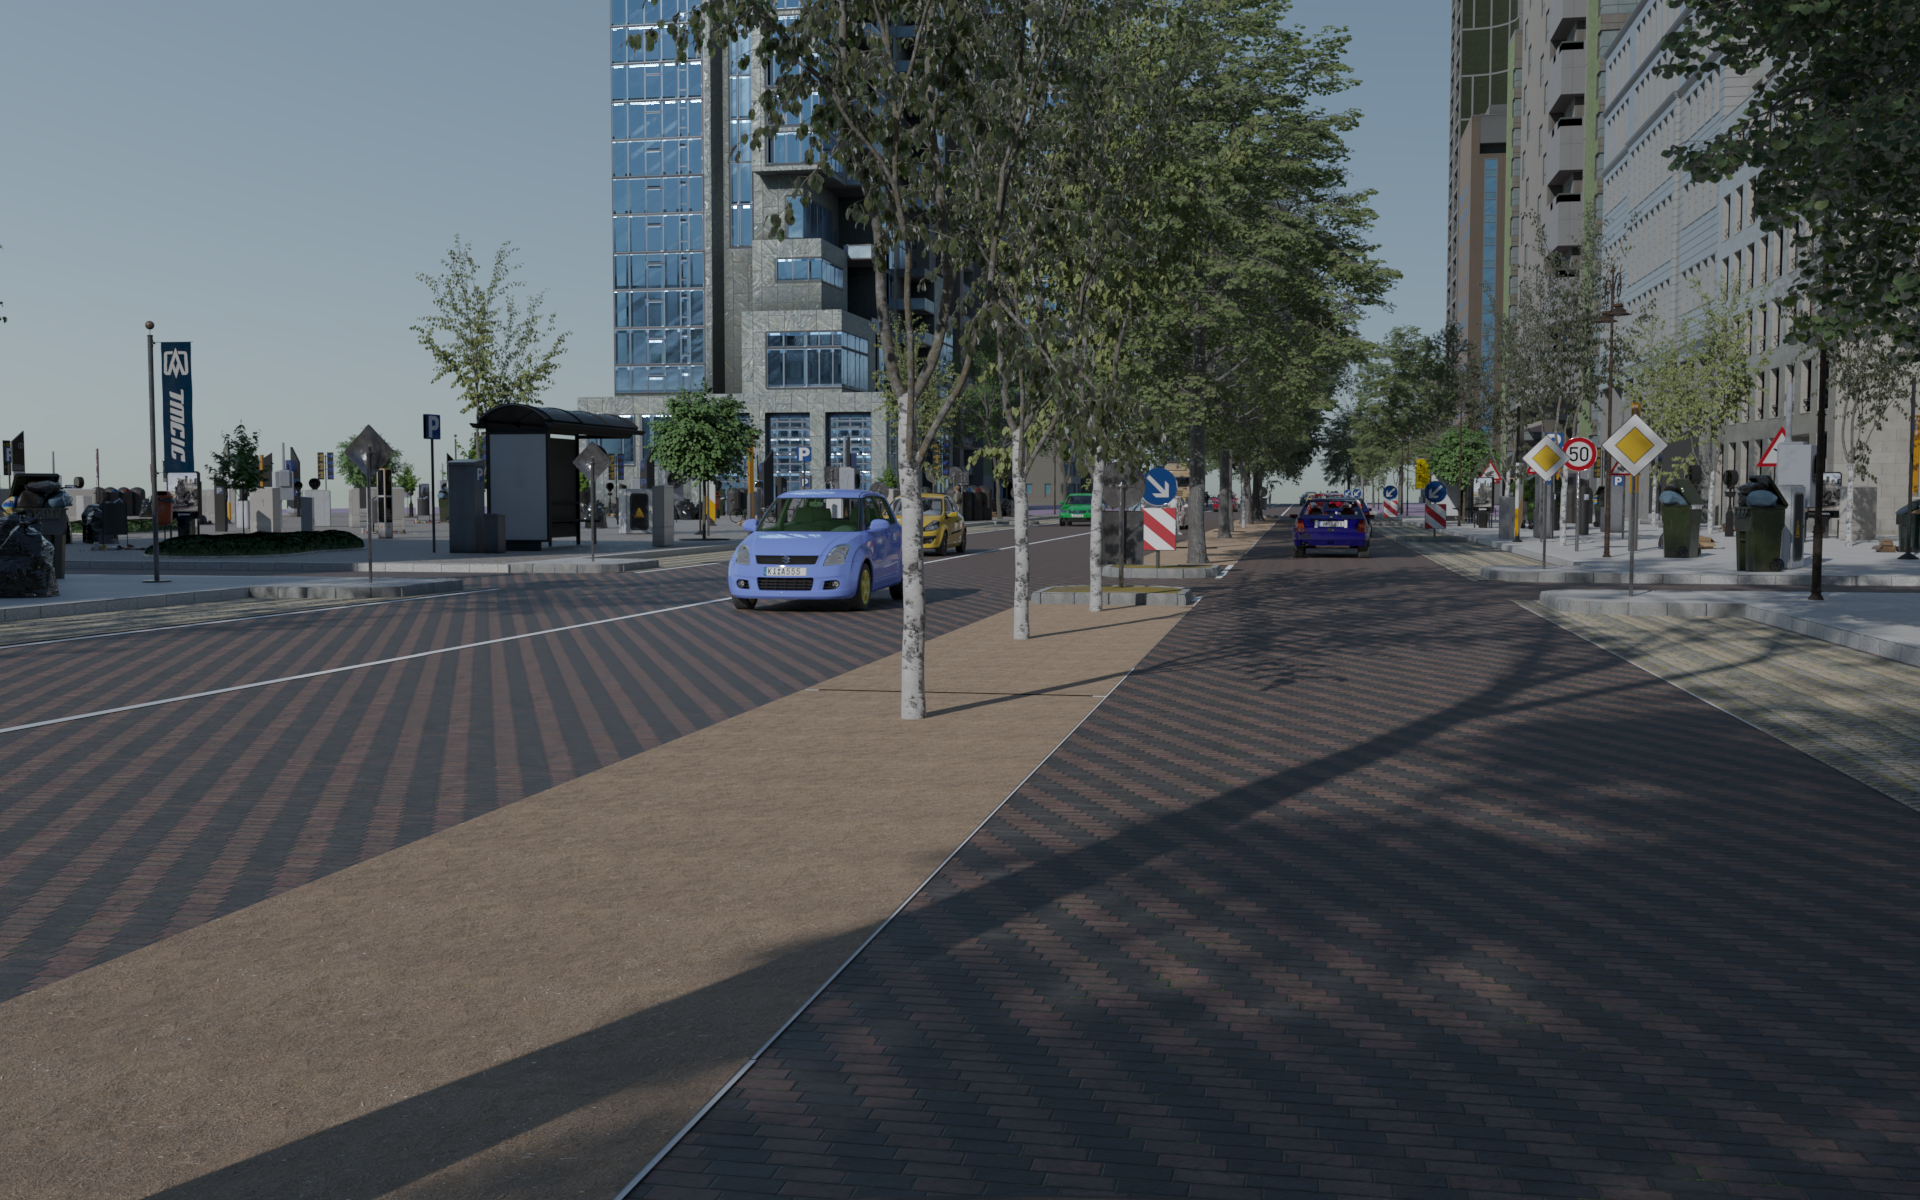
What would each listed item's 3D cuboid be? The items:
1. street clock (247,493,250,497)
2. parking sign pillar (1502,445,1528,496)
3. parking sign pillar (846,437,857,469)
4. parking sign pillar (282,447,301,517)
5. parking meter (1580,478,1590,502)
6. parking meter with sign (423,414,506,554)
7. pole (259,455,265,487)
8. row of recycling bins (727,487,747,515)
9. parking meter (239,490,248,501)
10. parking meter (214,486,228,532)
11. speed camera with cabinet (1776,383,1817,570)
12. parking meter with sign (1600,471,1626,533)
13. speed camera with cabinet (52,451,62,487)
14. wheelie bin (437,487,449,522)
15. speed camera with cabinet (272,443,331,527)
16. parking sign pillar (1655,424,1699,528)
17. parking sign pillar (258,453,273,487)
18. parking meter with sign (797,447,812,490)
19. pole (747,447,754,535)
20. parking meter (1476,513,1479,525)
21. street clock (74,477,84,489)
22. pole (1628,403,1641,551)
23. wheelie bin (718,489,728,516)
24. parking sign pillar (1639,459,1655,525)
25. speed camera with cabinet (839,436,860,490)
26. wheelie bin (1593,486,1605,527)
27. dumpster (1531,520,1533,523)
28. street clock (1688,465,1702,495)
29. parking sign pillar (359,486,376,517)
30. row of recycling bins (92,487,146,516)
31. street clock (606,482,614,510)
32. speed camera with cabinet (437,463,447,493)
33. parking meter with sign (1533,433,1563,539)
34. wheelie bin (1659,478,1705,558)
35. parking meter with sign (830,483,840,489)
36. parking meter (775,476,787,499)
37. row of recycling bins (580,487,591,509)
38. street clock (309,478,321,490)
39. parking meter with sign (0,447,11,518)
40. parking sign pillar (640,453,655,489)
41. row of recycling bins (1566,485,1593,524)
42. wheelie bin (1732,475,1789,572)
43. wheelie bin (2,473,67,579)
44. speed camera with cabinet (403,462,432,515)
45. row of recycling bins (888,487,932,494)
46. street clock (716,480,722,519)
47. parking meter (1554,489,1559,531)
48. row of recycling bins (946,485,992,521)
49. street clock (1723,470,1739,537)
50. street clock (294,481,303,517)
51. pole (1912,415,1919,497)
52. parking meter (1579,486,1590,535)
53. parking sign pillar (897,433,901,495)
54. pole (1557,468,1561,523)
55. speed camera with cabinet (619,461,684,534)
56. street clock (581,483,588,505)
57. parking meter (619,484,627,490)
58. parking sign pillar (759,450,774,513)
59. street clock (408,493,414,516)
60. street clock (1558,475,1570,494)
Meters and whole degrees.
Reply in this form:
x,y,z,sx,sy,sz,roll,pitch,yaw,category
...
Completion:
x,y,z,sx,sy,sz,roll,pitch,yaw,category
-48.197,-6.926,117.806,0.471,2.002,0.358,2,4,28,street clock
30.762,-6.577,96.000,1.447,3.967,1.447,3,4,37,parking sign pillar
-5.214,-5.757,82.607,1.447,3.967,1.447,0,4,-7,parking sign pillar
-37.846,-6.719,98.330,1.447,3.967,1.447,-3,4,-38,parking sign pillar
22.381,-3.451,62.128,0.399,1.863,0.255,1,4,11,parking meter
-10.733,-2.532,37.651,1.738,3.016,0.543,1,4,16,parking meter with sign
-36.108,-5.859,89.644,0.158,3.312,0.155,0,3,0,pole
-13.200,-6.081,106.534,1.069,1.692,3.534,1,4,23,row of recycling bins
-38.069,-5.281,92.062,0.255,1.863,0.399,2,4,25,parking meter
-25.148,-3.257,58.964,0.399,1.863,0.255,0,4,-3,parking meter
14.473,-2.194,30.207,0.660,3.252,2.038,3,4,38,speed camera with cabinet
21.701,-3.739,57.387,0.543,3.016,1.738,0,4,0,parking meter with sign
-42.579,-5.232,79.877,2.038,3.252,0.660,-1,4,-21,speed camera with cabinet
-23.544,-4.370,79.354,0.693,1.594,0.980,0,4,1,wheelie bin
-25.492,-4.447,67.049,2.038,3.252,0.660,-2,4,-34,speed camera with cabinet
27.415,-4.740,65.965,1.447,3.967,1.447,1,4,23,parking sign pillar
-44.880,-7.519,111.406,1.447,3.967,1.447,-1,4,-19,parking sign pillar
-5.724,-4.179,64.590,0.543,3.016,1.738,0,4,1,parking meter with sign
-6.497,-3.662,53.725,0.158,3.312,0.155,0,3,0,pole
21.453,-4.003,71.159,0.399,1.863,0.255,-1,4,-20,parking meter
-36.662,-4.131,72.115,0.471,2.002,0.358,3,4,36,street clock
15.102,-2.748,38.780,0.158,3.312,0.155,0,3,0,pole
-14.288,-5.815,102.988,0.980,1.594,0.693,0,4,-2,wheelie bin
29.571,-5.187,73.283,1.447,3.967,1.447,3,4,38,parking sign pillar
-3.933,-3.930,58.598,0.660,3.252,2.038,1,4,15,speed camera with cabinet
24.920,-3.603,66.812,0.980,1.594,0.693,-1,4,-16,wheelie bin
24.566,-4.263,75.459,1.264,1.857,1.865,1,4,11,dumpster
18.330,-2.365,43.245,0.358,2.002,0.471,1,4,11,street clock
-33.566,-6.722,98.371,1.447,3.967,1.447,-1,4,-9,parking sign pillar
-48.631,-5.680,99.975,1.069,1.692,3.534,1,4,23,row of recycling bins
-21.730,-6.298,107.537,0.471,2.002,0.358,-2,4,-34,street clock
-33.881,-7.162,111.438,2.038,3.252,0.660,-3,4,-36,speed camera with cabinet
16.942,-3.293,50.101,0.543,3.016,1.738,0,4,7,parking meter with sign
14.498,-1.649,34.861,0.980,1.594,0.693,-3,5,-44,wheelie bin
-6.306,-5.676,89.056,0.543,3.016,1.738,-3,5,-43,parking meter with sign
-5.938,-3.170,57.546,0.255,1.863,0.399,2,4,26,parking meter
-20.071,-5.218,92.427,1.069,1.692,3.534,0,4,-1,row of recycling bins
-29.090,-4.498,78.113,0.471,2.002,0.358,0,4,3,street clock
-36.279,-4.186,64.708,1.738,3.016,0.543,0,4,5,parking meter with sign
-17.443,-6.616,96.648,1.447,3.967,1.447,1,4,9,parking sign pillar
26.739,-4.226,76.215,1.069,1.692,3.534,0,4,-6,row of recycling bins
13.221,-1.268,28.645,0.693,1.594,0.980,0,4,-3,wheelie bin
-13.894,-1.118,26.181,0.693,1.594,0.980,3,5,39,wheelie bin
-33.838,-6.929,107.630,2.038,3.252,0.660,-2,4,-27,speed camera with cabinet
-2.967,-5.594,98.569,3.534,1.692,1.069,3,5,40,row of recycling bins
-14.049,-5.773,98.962,0.358,2.002,0.471,3,4,37,street clock
20.731,-3.191,60.583,0.372,1.533,0.369,0,3,0,parking meter
0.395,-4.627,82.763,1.069,1.692,3.534,2,4,31,row of recycling bins
23.081,-2.895,51.907,0.358,2.002,0.471,-1,4,-10,street clock
-36.874,-5.625,96.540,0.471,2.002,0.358,-2,4,-27,street clock
24.716,-3.117,44.811,0.158,3.312,0.155,0,3,0,pole
19.582,-2.815,54.435,0.372,1.533,0.369,0,3,0,parking meter
-2.401,-5.412,76.954,1.447,3.967,1.447,1,4,16,parking sign pillar
24.392,-4.692,70.549,0.158,3.312,0.155,0,3,0,pole
-9.956,-3.763,55.856,2.038,3.252,0.660,-2,4,-35,speed camera with cabinet
-18.534,-4.948,85.470,0.471,2.002,0.358,-2,4,-33,street clock
-18.951,-5.614,97.497,0.399,1.863,0.255,1,4,21,parking meter
-11.716,-7.100,104.555,1.447,3.967,1.447,1,4,21,parking sign pillar
-30.992,-5.700,97.770,0.358,2.002,0.471,1,4,9,street clock
23.247,-3.802,66.730,0.471,2.002,0.358,-3,5,-42,street clock
